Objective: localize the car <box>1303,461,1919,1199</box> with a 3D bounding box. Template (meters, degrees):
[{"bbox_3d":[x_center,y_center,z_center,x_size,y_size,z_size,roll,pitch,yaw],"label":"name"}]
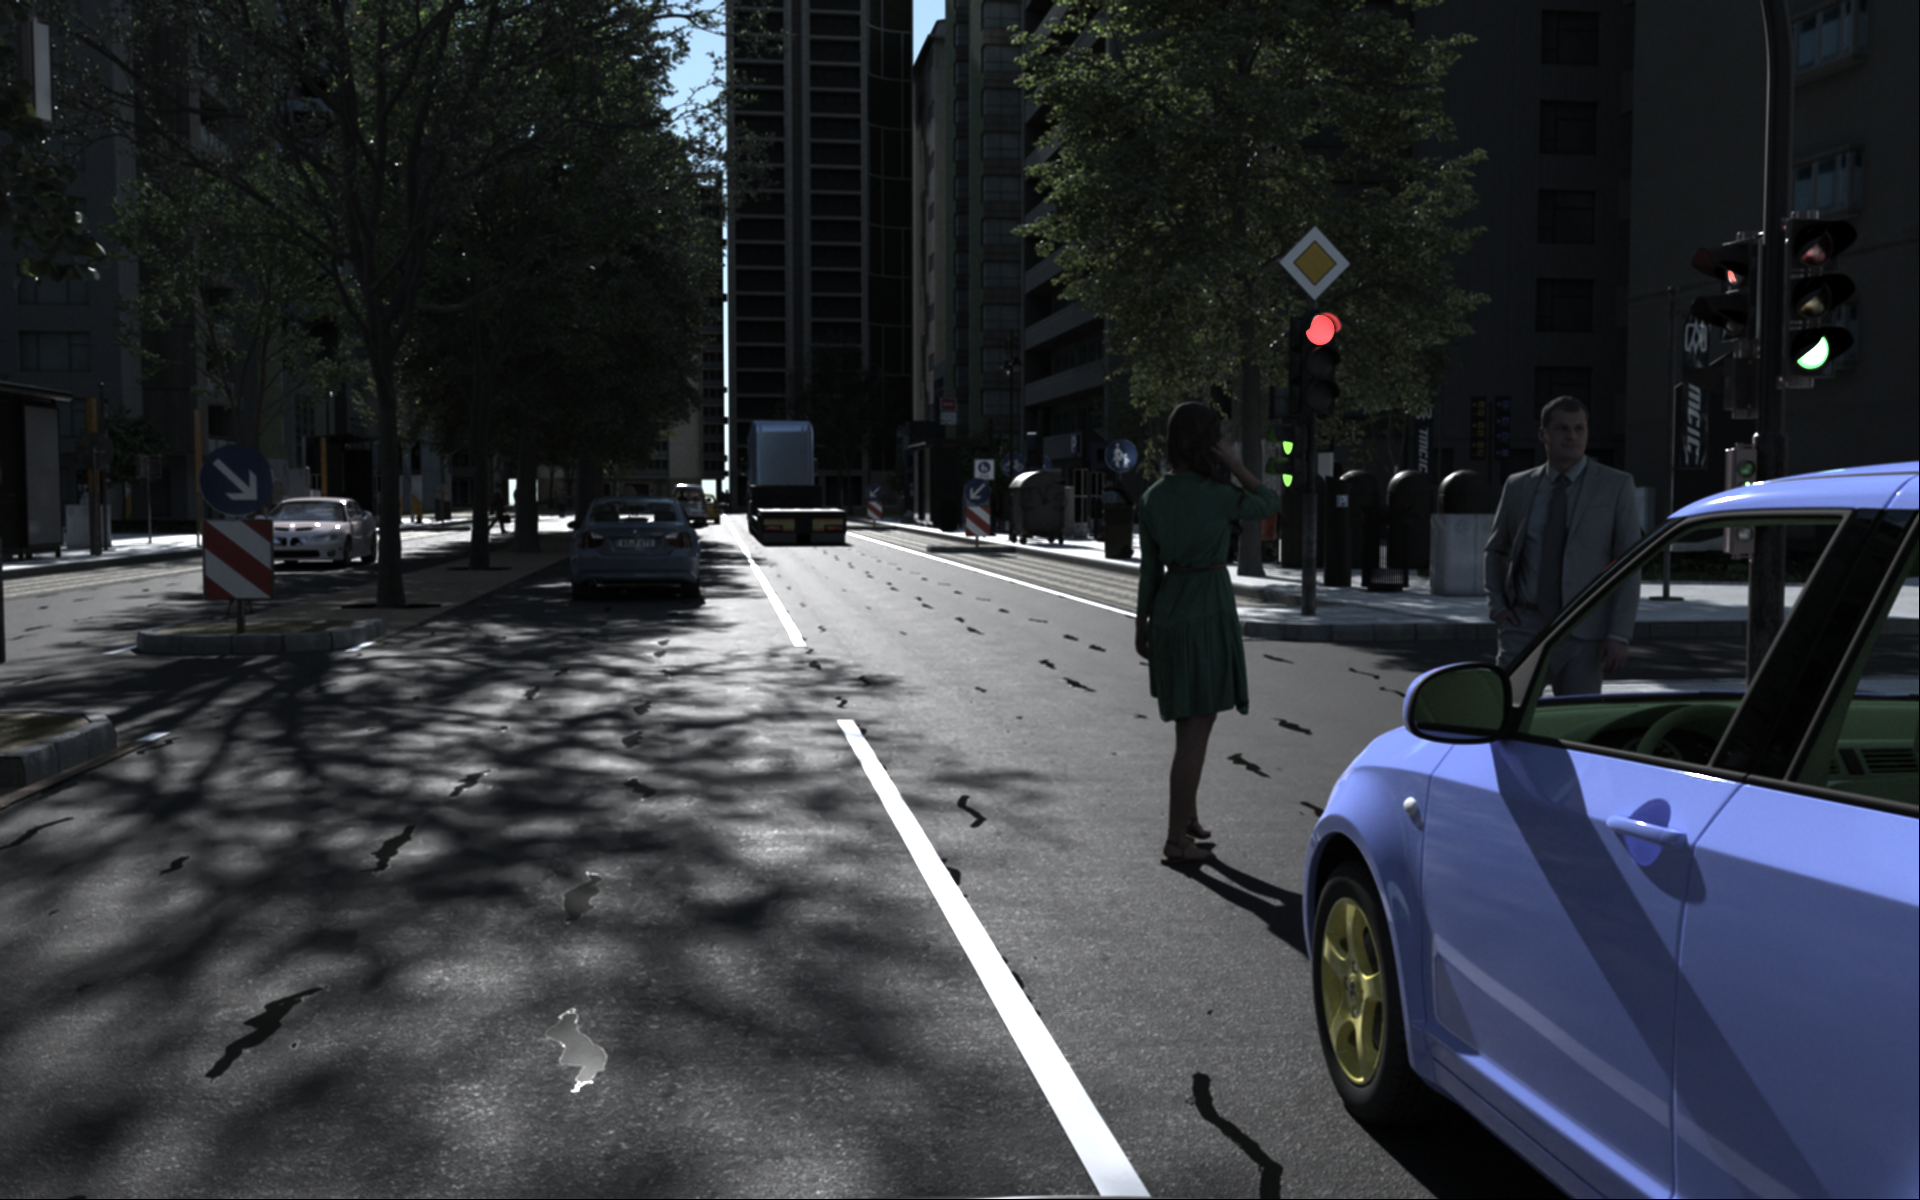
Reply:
[{"bbox_3d":[1.840,0.406,2.959,1.945,1.707,3.694,0,4,-7],"label":"car"}]

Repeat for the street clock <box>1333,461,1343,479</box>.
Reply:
[{"bbox_3d":[7.988,-2.004,37.336,0.358,2.002,0.471,-3,5,-42],"label":"street clock"}]

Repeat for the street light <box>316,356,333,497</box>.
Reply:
[{"bbox_3d":[-21.282,-5.233,58.347,0.468,5.910,1.993,-1,4,-8],"label":"street light"}]

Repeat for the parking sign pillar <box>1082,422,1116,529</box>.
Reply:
[{"bbox_3d":[5.203,-4.674,64.887,1.447,3.967,1.447,-2,4,-33],"label":"parking sign pillar"}]

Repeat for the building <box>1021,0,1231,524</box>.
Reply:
[{"bbox_3d":[15.357,-28.170,84.281,21.300,48.544,21.600,-1,4,-8],"label":"building"}]

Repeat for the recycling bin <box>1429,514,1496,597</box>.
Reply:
[{"bbox_3d":[6.410,-0.575,21.951,0.722,1.027,0.722,0,4,-2],"label":"recycling bin"}]

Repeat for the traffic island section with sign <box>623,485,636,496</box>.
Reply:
[{"bbox_3d":[-17.386,-5.063,90.910,2.006,1.907,1.989,-1,4,-8],"label":"traffic island section with sign"}]

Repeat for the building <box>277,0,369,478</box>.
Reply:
[{"bbox_3d":[-47.705,-48.194,100.642,22.319,86.520,31.000,-1,4,-8],"label":"building"}]

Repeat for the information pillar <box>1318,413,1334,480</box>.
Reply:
[{"bbox_3d":[7.311,-2.645,34.599,0.183,3.616,0.504,-1,4,-17],"label":"information pillar"}]

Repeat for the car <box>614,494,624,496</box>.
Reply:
[{"bbox_3d":[-25.591,-7.427,131.221,2.009,1.686,4.222,-1,4,-9],"label":"car"}]

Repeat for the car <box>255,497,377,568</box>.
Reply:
[{"bbox_3d":[-13.047,-1.388,35.063,2.083,1.381,4.827,-1,4,-9],"label":"car"}]

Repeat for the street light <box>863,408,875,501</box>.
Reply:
[{"bbox_3d":[-4.811,-7.268,91.624,0.468,5.910,1.993,-1,4,-8],"label":"street light"}]

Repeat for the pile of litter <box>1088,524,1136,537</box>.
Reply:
[{"bbox_3d":[4.602,-2.306,51.671,1.176,0.858,1.719,-3,5,-45],"label":"pile of litter"}]

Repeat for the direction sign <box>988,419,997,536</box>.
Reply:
[{"bbox_3d":[0.931,-3.712,52.682,0.379,3.537,0.876,0,4,8],"label":"direction sign"}]

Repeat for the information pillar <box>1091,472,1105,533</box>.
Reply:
[{"bbox_3d":[4.536,-3.250,57.635,0.304,2.012,0.304,3,5,43],"label":"information pillar"}]

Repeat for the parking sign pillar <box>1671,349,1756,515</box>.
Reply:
[{"bbox_3d":[12.832,-2.514,29.578,1.447,3.967,1.447,1,4,11],"label":"parking sign pillar"}]

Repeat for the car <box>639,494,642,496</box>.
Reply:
[{"bbox_3d":[-29.360,-8.997,156.138,2.155,1.783,4.494,0,4,-7],"label":"car"}]

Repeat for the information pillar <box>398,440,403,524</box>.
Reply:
[{"bbox_3d":[-24.355,-5.135,75.306,0.183,3.616,0.504,0,4,-1],"label":"information pillar"}]

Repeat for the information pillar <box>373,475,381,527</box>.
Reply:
[{"bbox_3d":[-22.367,-3.805,66.706,0.304,2.012,0.304,-3,5,-39],"label":"information pillar"}]

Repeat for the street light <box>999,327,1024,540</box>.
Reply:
[{"bbox_3d":[1.431,-4.615,48.251,0.468,5.910,1.993,-1,4,-8],"label":"street light"}]

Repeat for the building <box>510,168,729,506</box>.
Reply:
[{"bbox_3d":[-38.551,-30.882,196.798,23.993,40.220,32.217,-1,4,-8],"label":"building"}]

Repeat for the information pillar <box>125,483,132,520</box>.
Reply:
[{"bbox_3d":[-30.262,-4.374,62.865,0.504,3.616,0.183,3,4,39],"label":"information pillar"}]

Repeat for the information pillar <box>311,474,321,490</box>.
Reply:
[{"bbox_3d":[-23.669,-3.631,63.853,0.304,2.012,0.304,2,4,33],"label":"information pillar"}]

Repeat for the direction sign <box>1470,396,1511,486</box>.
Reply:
[{"bbox_3d":[12.257,-2.942,40.096,0.876,3.537,0.379,1,4,16],"label":"direction sign"}]

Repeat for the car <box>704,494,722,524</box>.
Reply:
[{"bbox_3d":[-12.644,-4.561,84.792,2.015,1.641,3.980,-1,4,-9],"label":"car"}]

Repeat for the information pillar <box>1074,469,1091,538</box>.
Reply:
[{"bbox_3d":[3.510,-2.802,50.307,0.304,2.012,0.304,3,4,36],"label":"information pillar"}]

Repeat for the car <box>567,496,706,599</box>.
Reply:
[{"bbox_3d":[-4.666,-0.796,25.017,2.014,1.417,4.499,-1,4,-10],"label":"car"}]

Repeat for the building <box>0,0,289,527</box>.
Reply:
[{"bbox_3d":[-37.171,-23.729,71.561,14.154,41.232,14.086,-1,4,-8],"label":"building"}]

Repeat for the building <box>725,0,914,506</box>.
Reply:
[{"bbox_3d":[-15.563,-46.140,192.642,20.611,71.187,20.563,-1,4,-8],"label":"building"}]

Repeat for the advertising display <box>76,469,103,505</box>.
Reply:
[{"bbox_3d":[-22.785,-2.458,45.396,0.974,1.923,0.123,2,4,30],"label":"advertising display"}]

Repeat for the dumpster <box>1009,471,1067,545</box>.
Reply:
[{"bbox_3d":[2.013,-2.378,44.638,1.264,1.857,1.865,0,4,-8],"label":"dumpster"}]

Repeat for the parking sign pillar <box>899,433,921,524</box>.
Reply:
[{"bbox_3d":[-1.924,-5.315,75.380,1.447,3.967,1.447,-2,4,-33],"label":"parking sign pillar"}]

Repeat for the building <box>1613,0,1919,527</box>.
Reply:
[{"bbox_3d":[27.625,-25.408,39.123,21.600,48.544,21.300,-1,4,-8],"label":"building"}]

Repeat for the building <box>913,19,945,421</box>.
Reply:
[{"bbox_3d":[8.221,-37.400,200.723,27.495,52.752,28.713,-1,4,-8],"label":"building"}]

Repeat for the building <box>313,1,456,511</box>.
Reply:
[{"bbox_3d":[-55.562,-33.635,139.166,27.495,52.752,28.713,-1,4,-8],"label":"building"}]

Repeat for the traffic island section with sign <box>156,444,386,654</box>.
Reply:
[{"bbox_3d":[-6.718,-0.513,16.530,2.006,1.907,1.989,-1,4,-8],"label":"traffic island section with sign"}]

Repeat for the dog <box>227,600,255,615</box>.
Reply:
[{"bbox_3d":[-8.549,-0.079,20.579,0.406,0.507,0.540,-3,5,-41],"label":"dog"}]

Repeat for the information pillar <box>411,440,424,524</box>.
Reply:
[{"bbox_3d":[-23.528,-5.118,75.035,0.504,3.616,0.183,1,4,18],"label":"information pillar"}]

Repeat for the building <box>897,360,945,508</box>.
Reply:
[{"bbox_3d":[7.305,-50.974,146.100,22.319,86.520,31.000,-1,4,-8],"label":"building"}]

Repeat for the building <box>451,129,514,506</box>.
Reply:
[{"bbox_3d":[-60.218,-34.455,187.037,21.600,48.544,21.300,-1,4,-8],"label":"building"}]

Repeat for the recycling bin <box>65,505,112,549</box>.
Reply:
[{"bbox_3d":[-20.710,-1.750,41.164,0.722,1.027,0.722,0,4,7],"label":"recycling bin"}]

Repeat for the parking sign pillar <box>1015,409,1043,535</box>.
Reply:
[{"bbox_3d":[2.363,-4.025,54.281,1.447,3.967,1.447,0,4,6],"label":"parking sign pillar"}]

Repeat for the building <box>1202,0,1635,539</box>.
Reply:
[{"bbox_3d":[15.033,-17.380,55.865,14.160,30.474,14.107,-1,4,-8],"label":"building"}]

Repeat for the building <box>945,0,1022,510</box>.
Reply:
[{"bbox_3d":[5.707,-26.932,123.938,14.154,41.232,14.086,-1,4,-8],"label":"building"}]
